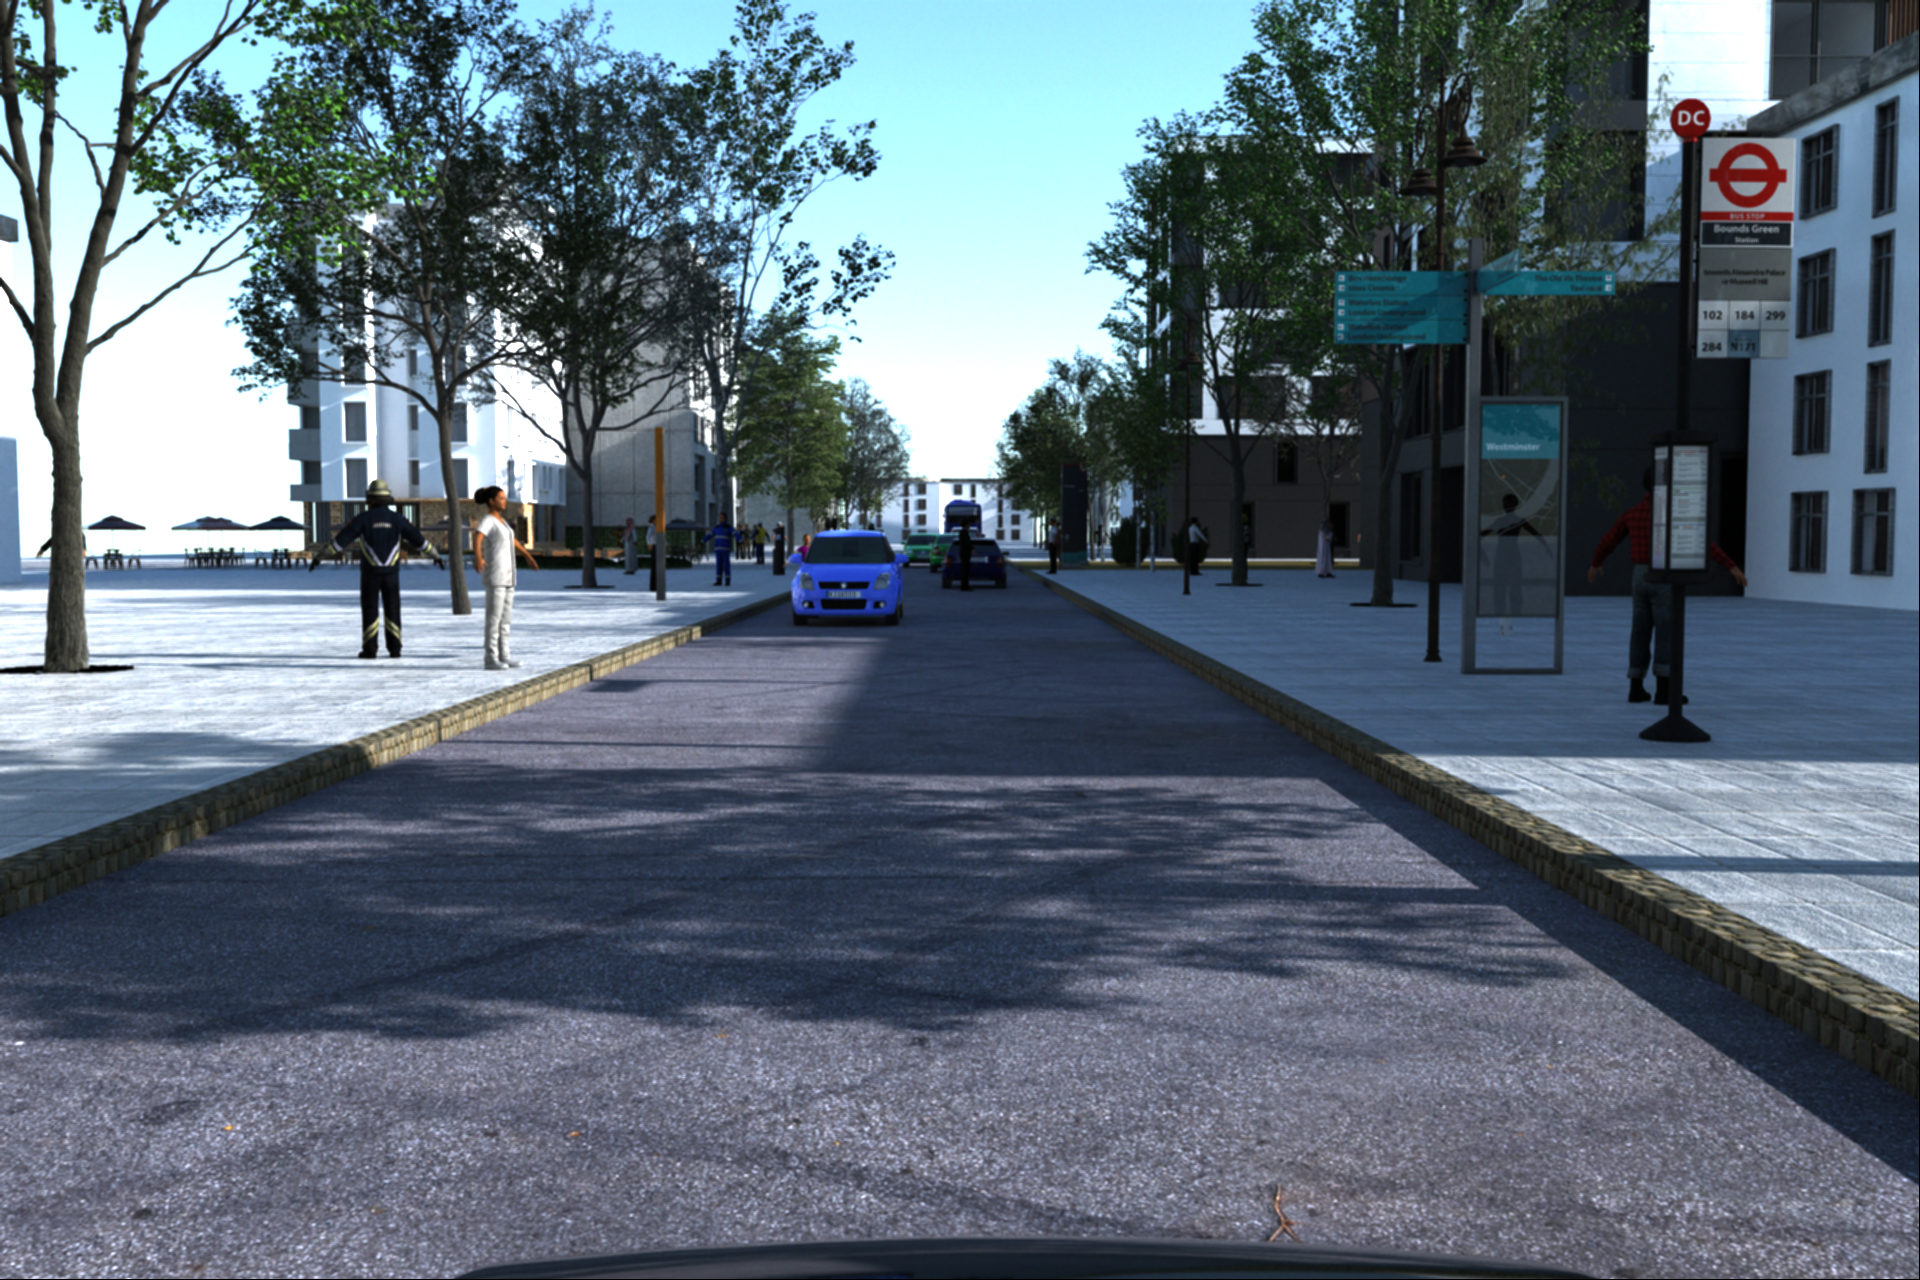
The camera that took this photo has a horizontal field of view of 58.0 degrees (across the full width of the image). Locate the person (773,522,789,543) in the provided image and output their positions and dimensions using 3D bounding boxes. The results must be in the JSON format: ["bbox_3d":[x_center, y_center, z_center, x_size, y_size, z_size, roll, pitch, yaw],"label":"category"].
[{"bbox_3d":[-8.209,-4.463,78.824,0.705,1.847,1.347,2,4,26],"label":"person"}]

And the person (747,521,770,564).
[{"bbox_3d":[-8.500,-4.130,73.490,0.705,1.833,1.349,3,4,39],"label":"person"}]

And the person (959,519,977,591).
[{"bbox_3d":[0.165,-2.140,43.635,0.705,1.806,1.347,-1,4,-12],"label":"person"}]

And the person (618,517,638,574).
[{"bbox_3d":[-10.560,-3.007,55.317,0.704,1.811,1.347,-2,4,-33],"label":"person"}]

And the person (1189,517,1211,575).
[{"bbox_3d":[7.353,-2.929,54.044,0.704,1.810,1.344,-2,4,-26],"label":"person"}]

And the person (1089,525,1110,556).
[{"bbox_3d":[8.192,-5.805,101.049,1.345,1.843,0.704,-1,4,-12],"label":"person"}]

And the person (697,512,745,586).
[{"bbox_3d":[-5.913,-2.272,43.119,1.345,1.831,0.704,1,4,21],"label":"person"}]

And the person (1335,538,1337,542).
[{"bbox_3d":[17.553,-4.669,82.111,0.705,1.856,1.354,2,4,30],"label":"person"}]

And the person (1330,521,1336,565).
[{"bbox_3d":[15.253,-3.995,71.258,0.705,1.837,1.347,1,4,12],"label":"person"}]

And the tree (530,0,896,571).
[{"bbox_3d":[-7.991,-12.340,57.654,12.611,20.169,13.585,0,3,0],"label":"tree"}]

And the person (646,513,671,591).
[{"bbox_3d":[-6.783,-1.990,38.997,0.721,1.778,1.216,1,4,11],"label":"person"}]

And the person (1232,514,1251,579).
[{"bbox_3d":[8.016,-2.658,49.229,0.704,1.858,1.351,0,4,-6],"label":"person"}]

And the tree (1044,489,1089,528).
[{"bbox_3d":[16.248,-20.736,257.164,7.486,12.596,7.792,0,3,0],"label":"tree"}]

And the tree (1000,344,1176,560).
[{"bbox_3d":[6.454,-9.195,84.756,8.767,10.594,7.601,-1,4,-13],"label":"tree"}]

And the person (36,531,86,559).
[{"bbox_3d":[-14.016,-1.289,27.126,1.345,1.823,0.704,2,4,35],"label":"person"}]

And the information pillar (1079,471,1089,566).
[{"bbox_3d":[4.890,-4.986,70.897,0.750,3.857,0.750,0,4,0],"label":"information pillar"}]

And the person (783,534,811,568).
[{"bbox_3d":[-3.011,-1.375,34.206,0.991,1.433,0.599,-1,4,-14],"label":"person"}]

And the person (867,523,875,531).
[{"bbox_3d":[-3.453,-3.602,67.123,0.705,1.856,1.354,0,4,-2],"label":"person"}]

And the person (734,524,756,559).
[{"bbox_3d":[-10.812,-4.991,87.880,1.348,1.796,0.705,-1,4,-18],"label":"person"}]

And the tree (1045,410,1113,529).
[{"bbox_3d":[6.380,-9.132,99.675,4.360,8.622,3.978,0,3,0],"label":"tree"}]

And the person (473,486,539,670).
[{"bbox_3d":[-4.322,-0.593,16.473,0.721,1.739,1.217,1,4,11],"label":"person"}]

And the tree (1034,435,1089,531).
[{"bbox_3d":[7.305,-10.618,123.969,4.737,8.622,4.395,0,3,0],"label":"tree"}]

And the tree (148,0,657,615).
[{"bbox_3d":[-8.280,-5.682,27.311,7.601,10.594,8.767,0,4,1],"label":"tree"}]

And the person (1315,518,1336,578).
[{"bbox_3d":[10.771,-2.708,50.980,0.621,1.740,0.551,1,4,9],"label":"person"}]

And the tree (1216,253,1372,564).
[{"bbox_3d":[15.676,-9.988,73.670,12.009,13.543,11.850,0,3,0],"label":"tree"}]

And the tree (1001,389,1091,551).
[{"bbox_3d":[6.819,-13.254,134.836,7.486,12.596,7.792,0,3,0],"label":"tree"}]

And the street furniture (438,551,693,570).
[{"bbox_3d":[-15.062,-3.010,64.847,10.072,0.657,5.734,3,4,39],"label":"street furniture"}]

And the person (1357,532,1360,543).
[{"bbox_3d":[16.981,-4.054,72.408,1.347,1.817,0.704,-3,5,-40],"label":"person"}]

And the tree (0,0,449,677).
[{"bbox_3d":[-8.222,-5.501,15.691,9.928,11.665,9.643,0,3,0],"label":"tree"}]

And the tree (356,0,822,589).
[{"bbox_3d":[-8.883,-7.970,40.675,12.009,13.543,11.850,0,3,0],"label":"tree"}]

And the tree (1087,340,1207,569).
[{"bbox_3d":[6.882,-6.962,64.199,4.737,8.622,4.395,0,3,0],"label":"tree"}]

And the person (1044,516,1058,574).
[{"bbox_3d":[2.976,-3.076,56.074,0.704,1.855,1.343,-1,4,-9],"label":"person"}]

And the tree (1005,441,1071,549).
[{"bbox_3d":[7.444,-13.364,152.906,7.601,10.594,8.767,-2,4,-32],"label":"tree"}]

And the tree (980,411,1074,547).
[{"bbox_3d":[7.257,-15.677,166.681,12.009,13.543,11.850,0,3,0],"label":"tree"}]

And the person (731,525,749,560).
[{"bbox_3d":[-10.997,-4.856,86.110,1.216,1.740,0.721,1,4,15],"label":"person"}]

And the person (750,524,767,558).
[{"bbox_3d":[-11.162,-5.409,94.568,1.348,1.813,0.705,1,4,23],"label":"person"}]

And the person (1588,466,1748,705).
[{"bbox_3d":[5.291,-0.429,13.129,0.704,1.816,1.345,-2,4,-32],"label":"person"}]

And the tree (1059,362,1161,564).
[{"bbox_3d":[5.999,-7.634,75.178,4.360,8.622,3.978,0,3,0],"label":"tree"}]

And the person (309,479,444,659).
[{"bbox_3d":[-6.003,-0.736,17.909,1.351,1.845,0.704,-2,4,-30],"label":"person"}]

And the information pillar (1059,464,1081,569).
[{"bbox_3d":[4.086,-4.576,64.201,0.750,3.857,0.750,0,4,-1],"label":"information pillar"}]

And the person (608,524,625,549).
[{"bbox_3d":[-18.742,-5.484,95.435,1.354,1.858,0.705,1,4,9],"label":"person"}]

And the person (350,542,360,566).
[{"bbox_3d":[-23.870,-3.866,69.391,1.347,1.806,0.705,1,4,20],"label":"person"}]

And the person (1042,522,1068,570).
[{"bbox_3d":[3.459,-3.402,62.432,1.217,1.733,0.721,-3,4,-38],"label":"person"}]
